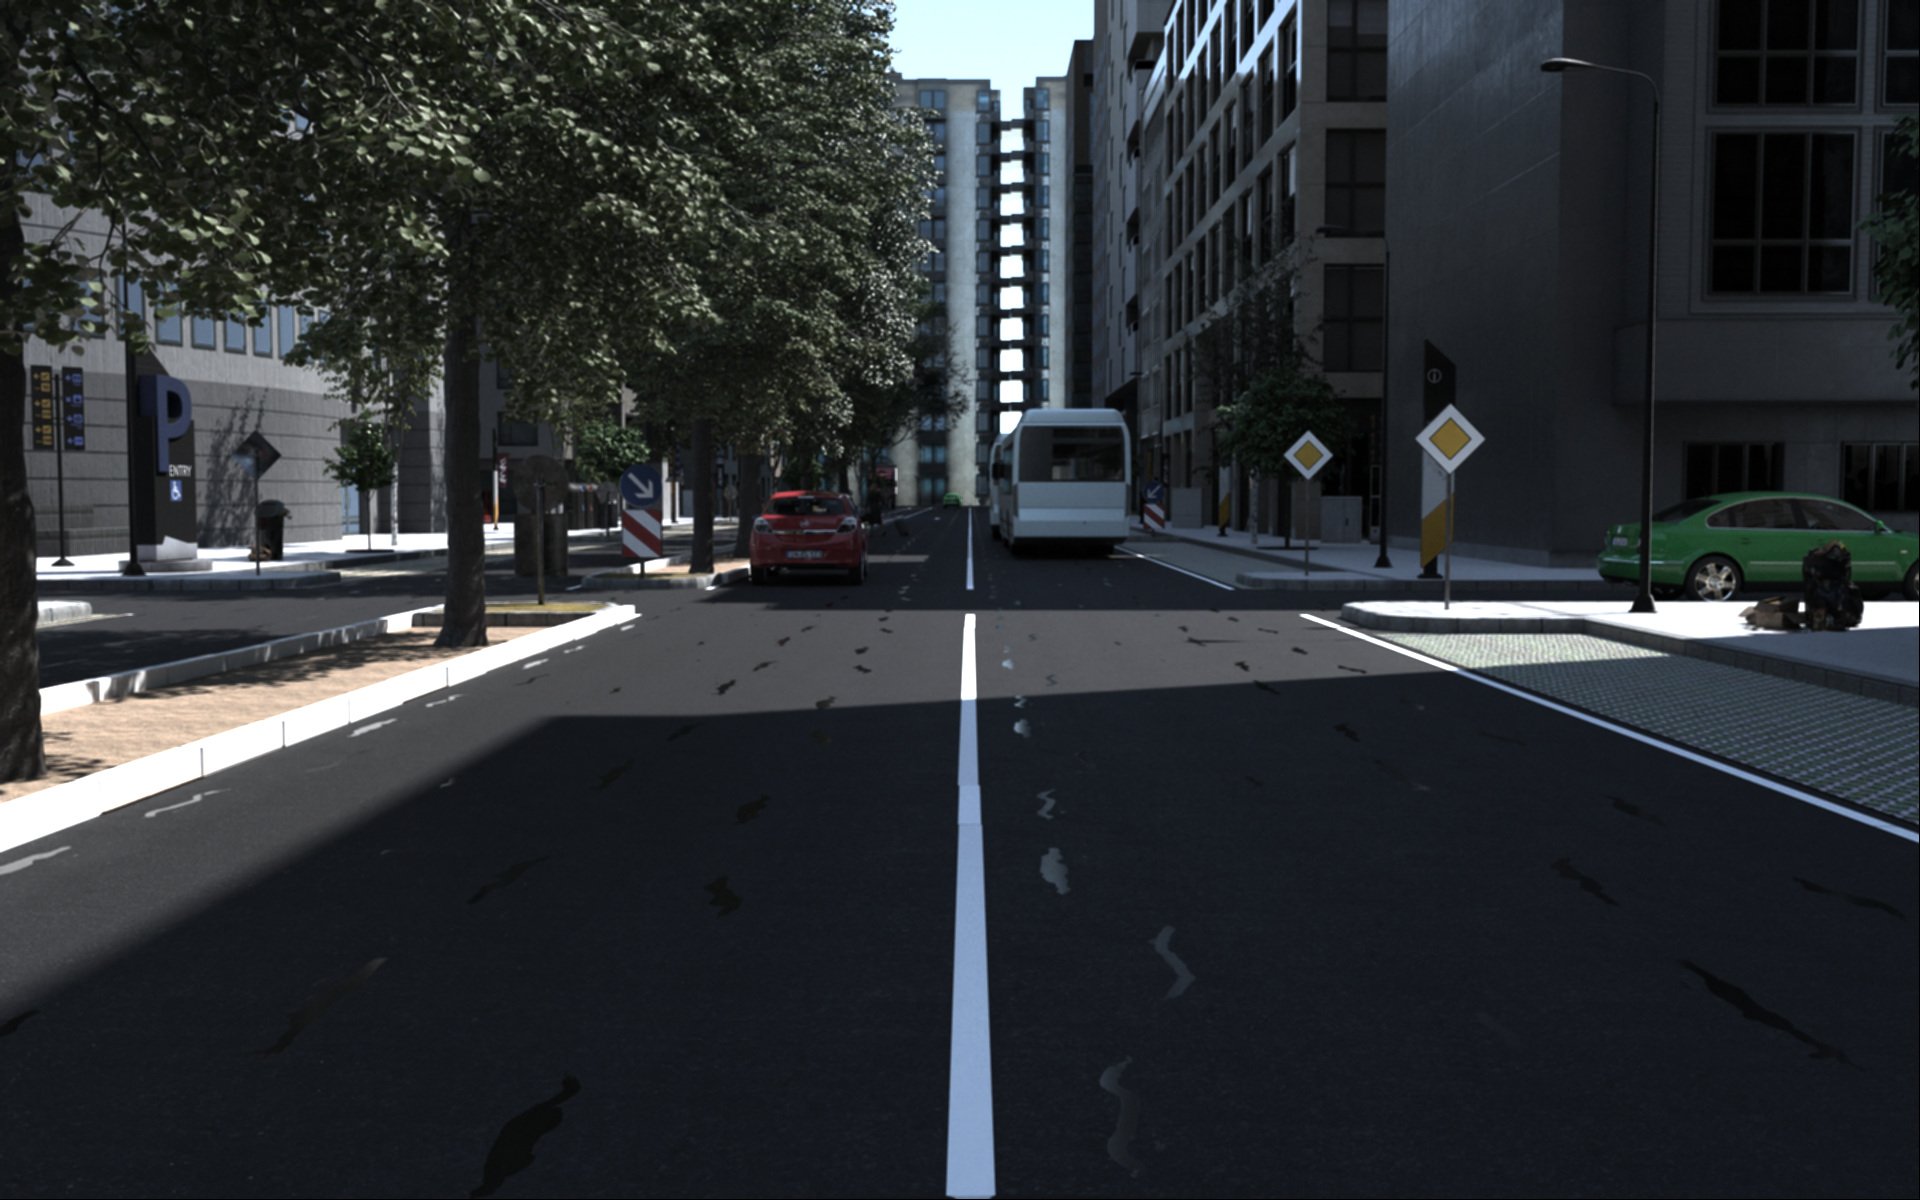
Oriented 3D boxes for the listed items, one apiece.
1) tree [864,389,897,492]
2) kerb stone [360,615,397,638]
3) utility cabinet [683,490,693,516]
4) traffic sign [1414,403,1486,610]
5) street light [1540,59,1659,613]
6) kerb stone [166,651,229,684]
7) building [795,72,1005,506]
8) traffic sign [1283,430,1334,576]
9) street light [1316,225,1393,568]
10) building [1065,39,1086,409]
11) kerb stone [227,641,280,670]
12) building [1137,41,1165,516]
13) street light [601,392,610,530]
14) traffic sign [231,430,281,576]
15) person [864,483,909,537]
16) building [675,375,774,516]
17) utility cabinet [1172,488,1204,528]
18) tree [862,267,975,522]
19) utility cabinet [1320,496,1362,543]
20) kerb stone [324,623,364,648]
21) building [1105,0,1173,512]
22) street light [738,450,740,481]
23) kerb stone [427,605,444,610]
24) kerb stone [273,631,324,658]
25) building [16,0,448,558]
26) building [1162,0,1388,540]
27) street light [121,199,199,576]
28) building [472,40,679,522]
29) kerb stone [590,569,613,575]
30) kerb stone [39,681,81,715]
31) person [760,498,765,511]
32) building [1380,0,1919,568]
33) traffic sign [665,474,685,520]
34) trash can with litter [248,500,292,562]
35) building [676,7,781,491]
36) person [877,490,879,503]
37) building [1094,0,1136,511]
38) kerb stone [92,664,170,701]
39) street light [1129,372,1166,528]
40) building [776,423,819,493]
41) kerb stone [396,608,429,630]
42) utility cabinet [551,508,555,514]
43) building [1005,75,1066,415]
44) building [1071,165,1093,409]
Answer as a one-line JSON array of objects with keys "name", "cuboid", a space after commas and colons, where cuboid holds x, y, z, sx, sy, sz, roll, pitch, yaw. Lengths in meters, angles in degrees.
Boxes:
[{"name": "tree", "cuboid": [-4.488, -7.635, 77.651, 4.737, 8.622, 4.395, 0, 3, 0]}, {"name": "kerb stone", "cuboid": [-5.944, 0.289, 17.523, 0.120, 0.150, 1.000, 0, 4, 0]}, {"name": "utility cabinet", "cuboid": [-15.286, -5.481, 98.296, 0.318, 1.500, 1.173, -3, 5, -40]}, {"name": "traffic sign", "cuboid": [5.390, -0.947, 19.126, 0.795, 2.450, 0.064, 0, 4, 0]}, {"name": "street light", "cuboid": [6.895, -2.821, 18.660, 1.470, 5.913, 1.316, 0, 4, 0]}, {"name": "kerb stone", "cuboid": [-5.967, 0.540, 13.432, 0.120, 0.150, 1.000, 0, 4, 0]}, {"name": "building", "cuboid": [-9.487, -35.466, 199.483, 30.456, 49.044, 23.786, 0, 4, 0]}, {"name": "traffic sign", "cuboid": [5.437, -1.435, 27.111, 0.795, 2.450, 0.064, 0, 4, 0]}, {"name": "street light", "cuboid": [6.858, -3.521, 30.114, 1.470, 5.913, 1.316, 0, 4, 0]}, {"name": "building", "cuboid": [17.522, -31.716, 168.668, 14.600, 45.320, 14.200, 0, 4, 0]}, {"name": "kerb stone", "cuboid": [-5.957, 0.482, 14.454, 0.120, 0.150, 1.000, 0, 4, 0]}, {"name": "building", "cuboid": [16.440, -16.738, 91.682, 12.078, 24.808, 19.932, 0, 4, 0]}, {"name": "street light", "cuboid": [-12.330, -5.513, 62.681, 1.470, 5.913, 1.316, 0, 4, 0]}, {"name": "traffic sign", "cuboid": [-11.057, -1.442, 27.227, 0.795, 2.450, 0.064, 0, 4, 0]}, {"name": "person", "cuboid": [-2.531, -3.040, 58.419, 1.509, 1.804, 0.699, 2, 4, 25]}, {"name": "building", "cuboid": [-28.130, -16.659, 117.419, 27.650, 21.520, 28.899, 0, 4, 0]}, {"name": "utility cabinet", "cuboid": [8.530, -3.433, 64.812, 1.173, 1.500, 0.318, 2, 4, 27]}, {"name": "tree", "cuboid": [-4.306, -10.639, 86.774, 12.009, 13.543, 11.850, 0, 3, 0]}, {"name": "utility cabinet", "cuboid": [9.957, -2.085, 45.245, 1.020, 1.237, 0.306, 2, 4, 28]}, {"name": "kerb stone", "cuboid": [-5.944, 0.355, 16.501, 0.120, 0.150, 1.000, 0, 4, 0]}, {"name": "building", "cuboid": [24.482, -32.397, 118.929, 28.713, 52.752, 27.495, 0, 4, 0]}, {"name": "street light", "cuboid": [-12.100, -7.741, 99.105, 1.470, 5.913, 1.316, 0, 4, 0]}, {"name": "kerb stone", "cuboid": [-5.936, 0.161, 19.578, 0.120, 0.150, 1.000, 0, 4, 0]}, {"name": "kerb stone", "cuboid": [-5.954, 0.411, 15.479, 0.120, 0.150, 1.000, 0, 4, 0]}, {"name": "building", "cuboid": [-27.713, -30.738, 44.563, 21.231, 58.520, 28.212, 0, 4, 0]}, {"name": "building", "cuboid": [19.090, -15.906, 64.581, 19.350, 26.468, 34.151, 0, 4, 0]}, {"name": "street light", "cuboid": [-12.452, -3.334, 27.053, 1.470, 5.913, 1.316, 0, 4, 0]}, {"name": "building", "cuboid": [-21.815, -19.053, 83.217, 14.160, 30.474, 14.107, 0, 4, 0]}, {"name": "kerb stone", "cuboid": [-5.877, -0.374, 28.303, 0.120, 0.150, 1.000, 0, 4, 0]}, {"name": "kerb stone", "cuboid": [-5.982, 0.663, 11.372, 0.120, 0.150, 1.000, 0, 4, 0]}, {"name": "person", "cuboid": [-8.657, -3.854, 76.182, 0.373, 1.253, 0.362, 0, 4, -8]}, {"name": "building", "cuboid": [25.137, -13.176, 34.491, 30.058, 24.678, 14.314, 0, 4, 0]}, {"name": "traffic sign", "cuboid": [-12.733, -4.730, 77.343, 0.884, 2.594, 0.081, 0, 4, 3]}, {"name": "trash can with litter", "cuboid": [-13.248, -1.334, 33.190, 0.624, 1.170, 1.055, 0, 4, -5]}, {"name": "building", "cuboid": [-22.103, -29.851, 138.167, 14.600, 45.320, 14.200, 0, 4, 0]}, {"name": "person", "cuboid": [-6.601, -7.796, 136.700, 1.217, 1.736, 0.721, 2, 4, 34]}, {"name": "building", "cuboid": [18.124, -29.963, 140.001, 14.600, 45.320, 14.200, 0, 4, 0]}, {"name": "kerb stone", "cuboid": [-5.972, 0.599, 12.410, 0.120, 0.150, 1.000, 0, 4, 0]}, {"name": "street light", "cuboid": [7.136, -5.714, 65.972, 1.470, 5.913, 1.316, 0, 4, 0]}, {"name": "building", "cuboid": [-30.051, -52.062, 163.883, 31.000, 86.520, 22.319, 0, 4, 0]}, {"name": "kerb stone", "cuboid": [-5.933, 0.223, 18.544, 0.120, 0.150, 1.000, 0, 4, 0]}, {"name": "utility cabinet", "cuboid": [-16.883, -3.811, 73.473, 0.306, 1.237, 1.020, 3, 5, 41]}, {"name": "building", "cuboid": [20.961, -35.386, 198.164, 30.456, 49.044, 23.786, 0, 4, 0]}, {"name": "building", "cuboid": [16.795, -23.418, 154.590, 14.160, 30.474, 14.107, 0, 4, 0]}]
